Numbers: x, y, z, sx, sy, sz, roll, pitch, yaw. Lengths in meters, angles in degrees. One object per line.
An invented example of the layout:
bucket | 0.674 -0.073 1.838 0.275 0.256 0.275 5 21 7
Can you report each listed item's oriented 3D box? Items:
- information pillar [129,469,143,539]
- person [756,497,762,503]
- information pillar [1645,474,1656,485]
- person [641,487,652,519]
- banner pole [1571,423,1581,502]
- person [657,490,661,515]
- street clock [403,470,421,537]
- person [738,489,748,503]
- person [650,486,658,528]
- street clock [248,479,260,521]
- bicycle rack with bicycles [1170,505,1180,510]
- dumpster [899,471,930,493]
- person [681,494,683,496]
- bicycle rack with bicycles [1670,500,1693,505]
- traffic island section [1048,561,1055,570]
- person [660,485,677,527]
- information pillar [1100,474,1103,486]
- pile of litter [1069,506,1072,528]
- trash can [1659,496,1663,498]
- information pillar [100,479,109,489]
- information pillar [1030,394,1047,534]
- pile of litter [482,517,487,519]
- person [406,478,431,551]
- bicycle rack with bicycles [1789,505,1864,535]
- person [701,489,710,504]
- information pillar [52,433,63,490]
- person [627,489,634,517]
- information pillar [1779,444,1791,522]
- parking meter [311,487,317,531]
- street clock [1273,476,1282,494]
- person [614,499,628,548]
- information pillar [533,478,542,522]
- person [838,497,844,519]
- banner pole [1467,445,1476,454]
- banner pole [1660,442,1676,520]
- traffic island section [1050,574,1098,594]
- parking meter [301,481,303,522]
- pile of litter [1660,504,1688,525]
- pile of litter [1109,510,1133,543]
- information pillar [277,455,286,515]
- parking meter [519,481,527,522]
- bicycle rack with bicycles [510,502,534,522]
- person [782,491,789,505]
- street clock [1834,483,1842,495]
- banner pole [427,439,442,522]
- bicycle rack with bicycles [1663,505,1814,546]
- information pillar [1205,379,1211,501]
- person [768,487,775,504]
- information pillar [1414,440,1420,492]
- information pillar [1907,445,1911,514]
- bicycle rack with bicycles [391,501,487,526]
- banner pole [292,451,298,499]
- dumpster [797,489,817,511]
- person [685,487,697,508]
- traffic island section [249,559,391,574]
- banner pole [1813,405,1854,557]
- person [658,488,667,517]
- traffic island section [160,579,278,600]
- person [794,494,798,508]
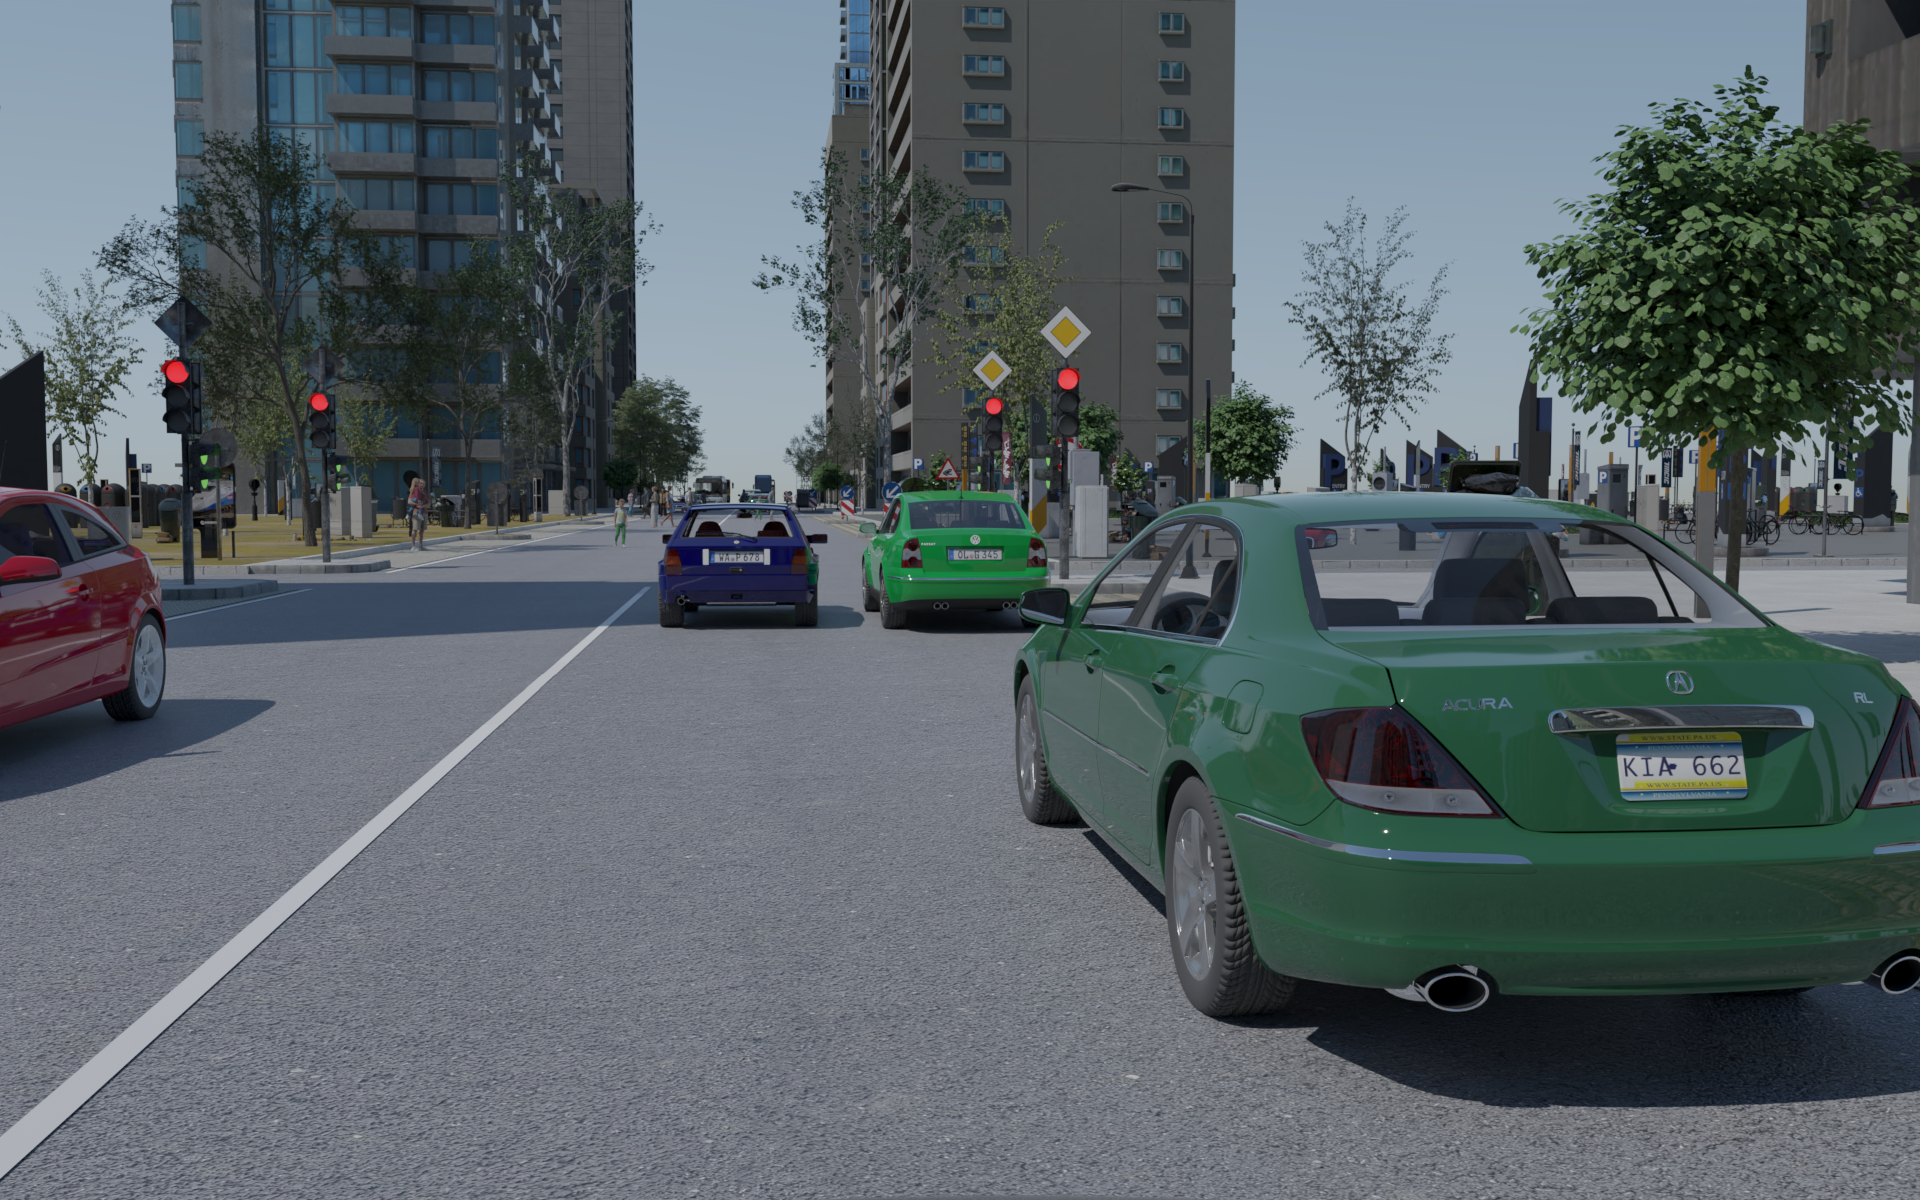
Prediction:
information pillar | -23.741 -2.776 49.884 0.304 2.012 0.304 -1 4 -22
person | -10.415 -4.698 89.567 0.590 1.304 0.306 2 4 35
information pillar | 25.500 -3.639 63.989 0.304 2.012 0.304 0 4 5
person | -18.114 -5.608 100.158 0.822 1.834 0.622 -3 4 -36
banner pole | 21.533 -4.320 60.642 0.401 3.779 0.863 0 4 -4
person | -20.916 -6.797 120.355 0.721 1.735 1.217 3 5 43
street clock | -16.466 -2.905 52.059 0.471 2.002 0.358 0 4 -4
person | -16.874 -7.744 135.107 0.705 1.826 1.348 1 4 23
person | -13.064 -3.968 73.927 0.362 1.759 0.519 0 4 3
street clock | -33.797 -4.796 82.981 0.358 2.002 0.471 2 4 33
bicycle rack with bicycles | 8.331 -2.785 58.922 2.852 0.926 2.925 0 4 2
dumpster | -1.951 -4.329 73.278 1.502 2.255 1.985 0 4 -7
person | -31.503 -11.301 196.499 0.991 1.433 0.599 1 4 11
bicycle rack with bicycles | 46.596 -5.968 110.954 2.925 0.926 2.852 1 4 16
traffic island section | 0.647 -0.717 33.999 2.009 0.180 2.903 0 4 -7
person | -12.740 -4.103 75.677 0.778 1.811 0.616 1 4 9
information pillar | 5.984 -5.000 73.106 0.183 3.616 0.504 0 4 1
pile of litter | 4.437 -3.169 65.784 1.176 0.858 1.719 -1 4 -19
trash can | 46.457 -6.334 115.210 0.748 1.137 0.748 0 3 0
information pillar | -42.186 -4.950 85.430 0.304 2.012 0.304 0 4 -8
information pillar | 1.830 -3.017 40.682 0.504 3.616 0.183 -3 4 -39
pile of litter | -24.296 -4.684 90.550 1.176 0.858 1.719 -3 5 -39
person | -13.539 -2.129 43.291 0.573 1.828 0.580 0 4 -5
bicycle rack with bicycles | 27.337 -2.542 54.944 2.852 0.926 2.925 -2 4 -30
person | -20.258 -7.885 137.424 0.705 1.824 1.348 1 4 20
information pillar | -34.838 -4.622 66.920 0.504 3.616 0.183 2 4 27
person | -20.417 -5.995 107.351 0.643 1.720 0.563 -2 4 -35
information pillar | 38.367 -5.454 80.524 0.183 3.616 0.504 -2 4 -25
parking meter | -22.458 -3.147 59.870 0.372 1.533 0.369 0 3 0
street clock | 12.973 -4.054 70.852 0.358 2.002 0.471 1 4 19
person | -9.122 -2.066 46.525 0.306 1.304 0.590 -2 4 -35
information pillar | -19.520 -4.624 80.101 0.304 2.012 0.304 -2 4 -35
person | -6.630 -5.175 97.376 0.475 1.303 0.640 -2 4 -23
banner pole | 26.128 -6.032 88.645 0.863 3.779 0.401 -2 4 -25
banner pole | 33.738 -5.644 82.299 0.863 3.779 0.401 1 4 13
traffic island section | 1.591 -0.232 26.070 2.009 0.180 2.903 0 4 -7
parking meter | -29.647 -4.459 78.613 0.255 1.863 0.399 2 4 24
pile of litter | 30.218 -3.638 73.441 1.719 0.858 1.176 -2 4 -35
pile of litter | 4.264 -1.978 46.298 1.176 0.858 1.719 3 5 41
information pillar | -40.891 -6.915 104.420 0.504 3.616 0.183 -3 5 -40
parking meter | -19.853 -4.466 78.730 0.255 1.863 0.399 0 4 0
bicycle rack with bicycles | -21.450 -4.176 81.657 2.925 0.926 2.852 -1 4 -14
person | -18.157 -10.458 180.012 0.750 1.759 0.617 0 4 -1
street clock | 58.211 -6.747 114.887 0.358 2.002 0.471 -1 4 -21
banner pole | -24.017 -5.445 79.044 0.401 3.779 0.863 3 5 41
bicycle rack with bicycles | 19.307 -1.860 43.786 2.925 0.926 2.852 0 4 -5
information pillar | 5.030 -2.680 35.173 0.183 3.616 0.504 0 4 7
person | -10.235 -5.244 94.335 0.391 1.810 0.635 0 4 2
information pillar | 19.758 -5.109 74.895 0.183 3.616 0.504 2 4 35
information pillar | 44.292 -5.470 80.792 0.183 3.616 0.504 1 4 18
bicycle rack with bicycles | -21.601 -3.527 71.042 2.925 0.926 2.852 1 4 21
banner pole | -38.998 -6.824 101.588 0.401 3.779 0.863 -3 5 -43
dumpster | -13.234 -8.663 149.852 1.865 1.857 1.264 0 4 -7
person | -15.179 -5.455 97.782 0.679 1.850 0.850 -1 4 -17
traffic island section | -11.907 -0.626 32.516 2.009 0.180 2.903 0 4 -7
banner pole | 17.975 -2.783 35.525 0.863 3.779 0.401 -1 4 -13
person | -18.806 -6.182 109.664 1.348 1.812 0.705 0 4 4
traffic island section | -10.963 -0.141 24.586 2.009 0.180 2.903 0 4 -7
person | -16.667 -10.289 177.657 0.756 1.711 0.436 -3 4 -36
